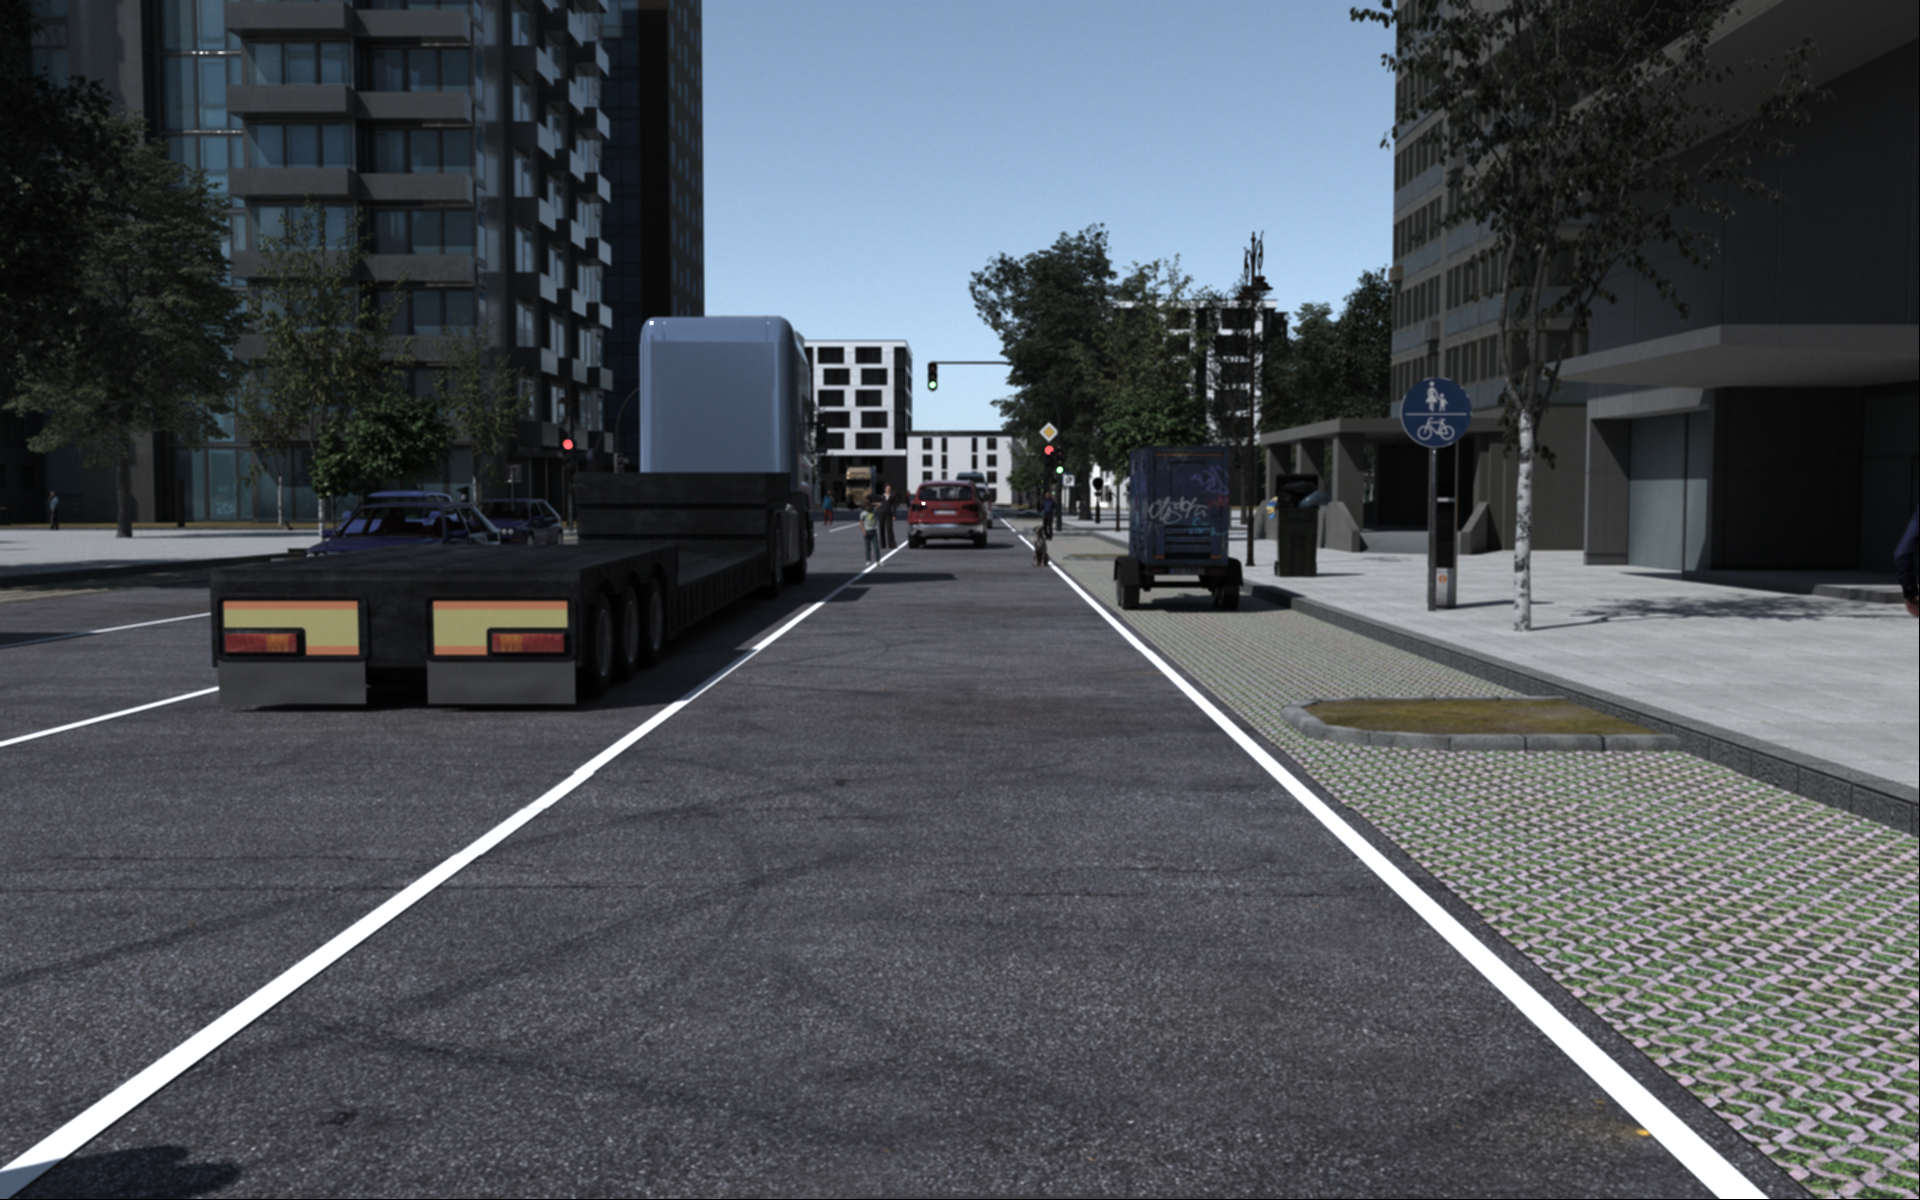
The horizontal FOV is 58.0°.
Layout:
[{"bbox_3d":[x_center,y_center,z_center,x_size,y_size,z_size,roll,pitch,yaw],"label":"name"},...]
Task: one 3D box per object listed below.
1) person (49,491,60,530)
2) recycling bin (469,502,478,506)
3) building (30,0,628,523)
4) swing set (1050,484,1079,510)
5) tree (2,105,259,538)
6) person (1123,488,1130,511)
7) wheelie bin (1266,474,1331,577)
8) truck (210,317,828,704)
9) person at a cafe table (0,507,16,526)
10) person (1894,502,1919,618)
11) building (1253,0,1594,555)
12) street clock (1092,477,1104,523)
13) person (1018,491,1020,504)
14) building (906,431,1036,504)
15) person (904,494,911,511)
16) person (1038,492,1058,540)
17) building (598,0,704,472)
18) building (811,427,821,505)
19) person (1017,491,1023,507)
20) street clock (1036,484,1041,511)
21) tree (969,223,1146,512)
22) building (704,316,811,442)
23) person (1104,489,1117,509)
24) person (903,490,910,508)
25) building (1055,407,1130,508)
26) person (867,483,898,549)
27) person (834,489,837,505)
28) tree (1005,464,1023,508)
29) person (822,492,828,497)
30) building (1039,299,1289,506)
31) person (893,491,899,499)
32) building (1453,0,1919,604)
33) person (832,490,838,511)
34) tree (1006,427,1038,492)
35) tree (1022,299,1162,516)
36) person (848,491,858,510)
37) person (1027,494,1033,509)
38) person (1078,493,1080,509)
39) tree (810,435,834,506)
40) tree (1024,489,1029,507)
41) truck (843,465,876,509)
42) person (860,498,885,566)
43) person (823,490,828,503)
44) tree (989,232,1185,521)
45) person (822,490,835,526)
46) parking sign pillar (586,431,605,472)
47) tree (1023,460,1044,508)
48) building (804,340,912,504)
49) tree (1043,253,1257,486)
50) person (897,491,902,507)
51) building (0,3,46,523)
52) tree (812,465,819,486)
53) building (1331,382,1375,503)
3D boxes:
[{"bbox_3d":[-33.700,-3.286,64.430,0.429,1.552,0.499,0,4,-6],"label":"person"},{"bbox_3d":[-15.701,-2.585,54.814,0.722,1.027,0.722,0,4,3],"label":"recycling bin"},{"bbox_3d":[-30.695,-28.666,88.295,23.786,49.044,30.456,0,4,0],"label":"building"},{"bbox_3d":[8.709,-8.513,136.813,3.119,2.851,2.862,1,4,13],"label":"swing set"},{"bbox_3d":[-24.536,-8.145,51.295,7.486,12.596,7.792,0,3,0],"label":"tree"},{"bbox_3d":[12.853,-7.650,131.848,0.841,1.734,0.376,2,4,34],"label":"person"},{"bbox_3d":[5.266,-1.163,26.926,0.980,1.594,0.693,0,4,7],"label":"wheelie bin"},{"bbox_3d":[-3.690,-1.885,20.579,2.967,4.110,18.799,0,3,0],"label":"truck"},{"bbox_3d":[-39.845,-3.675,70.946,1.726,1.238,1.698,-1,4,-17],"label":"person at a cafe table"},{"bbox_3d":[4.847,0.033,8.204,0.600,1.496,0.574,-1,4,-11],"label":"person"},{"bbox_3d":[24.756,-21.510,43.563,32.217,40.220,23.993,0,4,0],"label":"building"},{"bbox_3d":[6.014,-4.340,75.529,0.471,2.002,0.358,0,4,-1],"label":"street clock"},{"bbox_3d":[7.378,-12.752,214.164,0.705,1.869,1.348,-1,4,-17],"label":"person"},{"bbox_3d":[6.921,-17.865,234.232,28.070,9.664,9.099,0,4,0],"label":"building"},{"bbox_3d":[-4.291,-8.205,145.873,0.991,1.433,0.599,2,4,24],"label":"person"},{"bbox_3d":[2.648,-2.579,53.357,0.600,1.496,0.574,-2,4,-30],"label":"person"},{"bbox_3d":[-25.579,-28.656,118.639,14.600,45.320,14.200,0,4,0],"label":"building"},{"bbox_3d":[-31.398,-16.531,212.429,28.070,9.664,9.099,0,4,0],"label":"building"},{"bbox_3d":[6.044,-10.233,174.818,0.593,1.643,0.415,-1,4,-21],"label":"person"},{"bbox_3d":[5.847,-7.582,128.532,0.358,2.002,0.471,-1,4,-18],"label":"street clock"},{"bbox_3d":[7.323,-16.191,120.618,12.611,20.169,13.585,0,3,0],"label":"tree"},{"bbox_3d":[-26.034,-19.660,187.897,16.747,18.905,31.486,0,4,0],"label":"building"},{"bbox_3d":[13.301,-8.941,153.056,1.217,1.723,0.721,1,4,23],"label":"person"},{"bbox_3d":[-5.297,-10.438,179.103,1.348,1.831,0.705,1,4,18],"label":"person"},{"bbox_3d":[14.161,-13.798,167.744,9.099,9.664,28.070,0,4,0],"label":"building"},{"bbox_3d":[-2.025,-2.200,45.266,0.742,1.727,0.445,-1,4,-21],"label":"person"},{"bbox_3d":[-14.203,-11.730,197.827,0.705,1.824,1.348,1,4,13],"label":"person"},{"bbox_3d":[6.677,-11.082,164.897,4.285,4.588,4.351,0,3,0],"label":"tree"},{"bbox_3d":[-16.027,-12.277,206.789,0.705,1.822,1.348,3,5,43],"label":"person"},{"bbox_3d":[22.925,-21.672,198.310,27.936,21.610,32.646,0,4,0],"label":"building"},{"bbox_3d":[-5.903,-8.929,155.203,1.217,1.743,0.721,-3,5,-43],"label":"person"},{"bbox_3d":[22.289,-26.194,17.504,28.713,52.752,27.495,0,4,0],"label":"building"},{"bbox_3d":[-10.726,-8.392,146.240,0.617,1.759,0.750,1,4,21],"label":"person"},{"bbox_3d":[6.526,-12.574,155.942,4.737,8.622,4.395,0,3,0],"label":"tree"},{"bbox_3d":[6.934,-11.138,100.236,7.486,12.596,7.792,0,3,0],"label":"tree"},{"bbox_3d":[-9.427,-8.715,151.702,0.721,1.735,1.217,3,5,40],"label":"person"},{"bbox_3d":[6.226,-8.893,152.169,1.217,1.743,0.721,2,4,32],"label":"person"},{"bbox_3d":[10.572,-8.769,150.334,0.530,1.710,0.541,-2,4,-28],"label":"person"},{"bbox_3d":[-15.171,-14.041,179.939,4.360,8.622,3.978,0,3,0],"label":"tree"},{"bbox_3d":[7.100,-11.240,178.383,1.663,3.219,1.824,0,3,0],"label":"tree"},{"bbox_3d":[-9.629,-10.993,168.653,2.839,4.237,11.283,0,3,0],"label":"truck"},{"bbox_3d":[-1.744,-1.348,34.455,0.435,1.345,0.340,-2,4,-24],"label":"person"},{"bbox_3d":[-15.509,-11.855,200.406,0.750,1.759,0.617,1,4,10],"label":"person"},{"bbox_3d":[6.072,-10.829,83.712,9.857,13.997,8.962,0,3,0],"label":"tree"},{"bbox_3d":[-5.977,-4.181,78.568,0.444,1.614,0.593,-2,4,-31],"label":"person"},{"bbox_3d":[-15.429,-5.193,73.382,1.447,3.967,1.447,0,4,5],"label":"parking sign pillar"},{"bbox_3d":[6.909,-7.661,108.976,4.285,4.588,4.351,0,3,0],"label":"tree"},{"bbox_3d":[-23.353,-24.474,244.130,32.646,21.610,27.936,0,4,0],"label":"building"},{"bbox_3d":[5.720,-6.266,52.813,4.737,8.622,4.395,0,3,0],"label":"tree"},{"bbox_3d":[-6.827,-11.319,194.385,0.721,1.723,1.217,1,4,20],"label":"person"},{"bbox_3d":[-49.861,-24.031,76.493,14.086,41.232,14.154,0,4,0],"label":"building"},{"bbox_3d":[-14.825,-10.859,161.252,4.285,4.588,4.351,0,3,0],"label":"tree"},{"bbox_3d":[60.462,-20.812,206.729,31.486,18.905,16.747,0,4,0],"label":"building"}]
